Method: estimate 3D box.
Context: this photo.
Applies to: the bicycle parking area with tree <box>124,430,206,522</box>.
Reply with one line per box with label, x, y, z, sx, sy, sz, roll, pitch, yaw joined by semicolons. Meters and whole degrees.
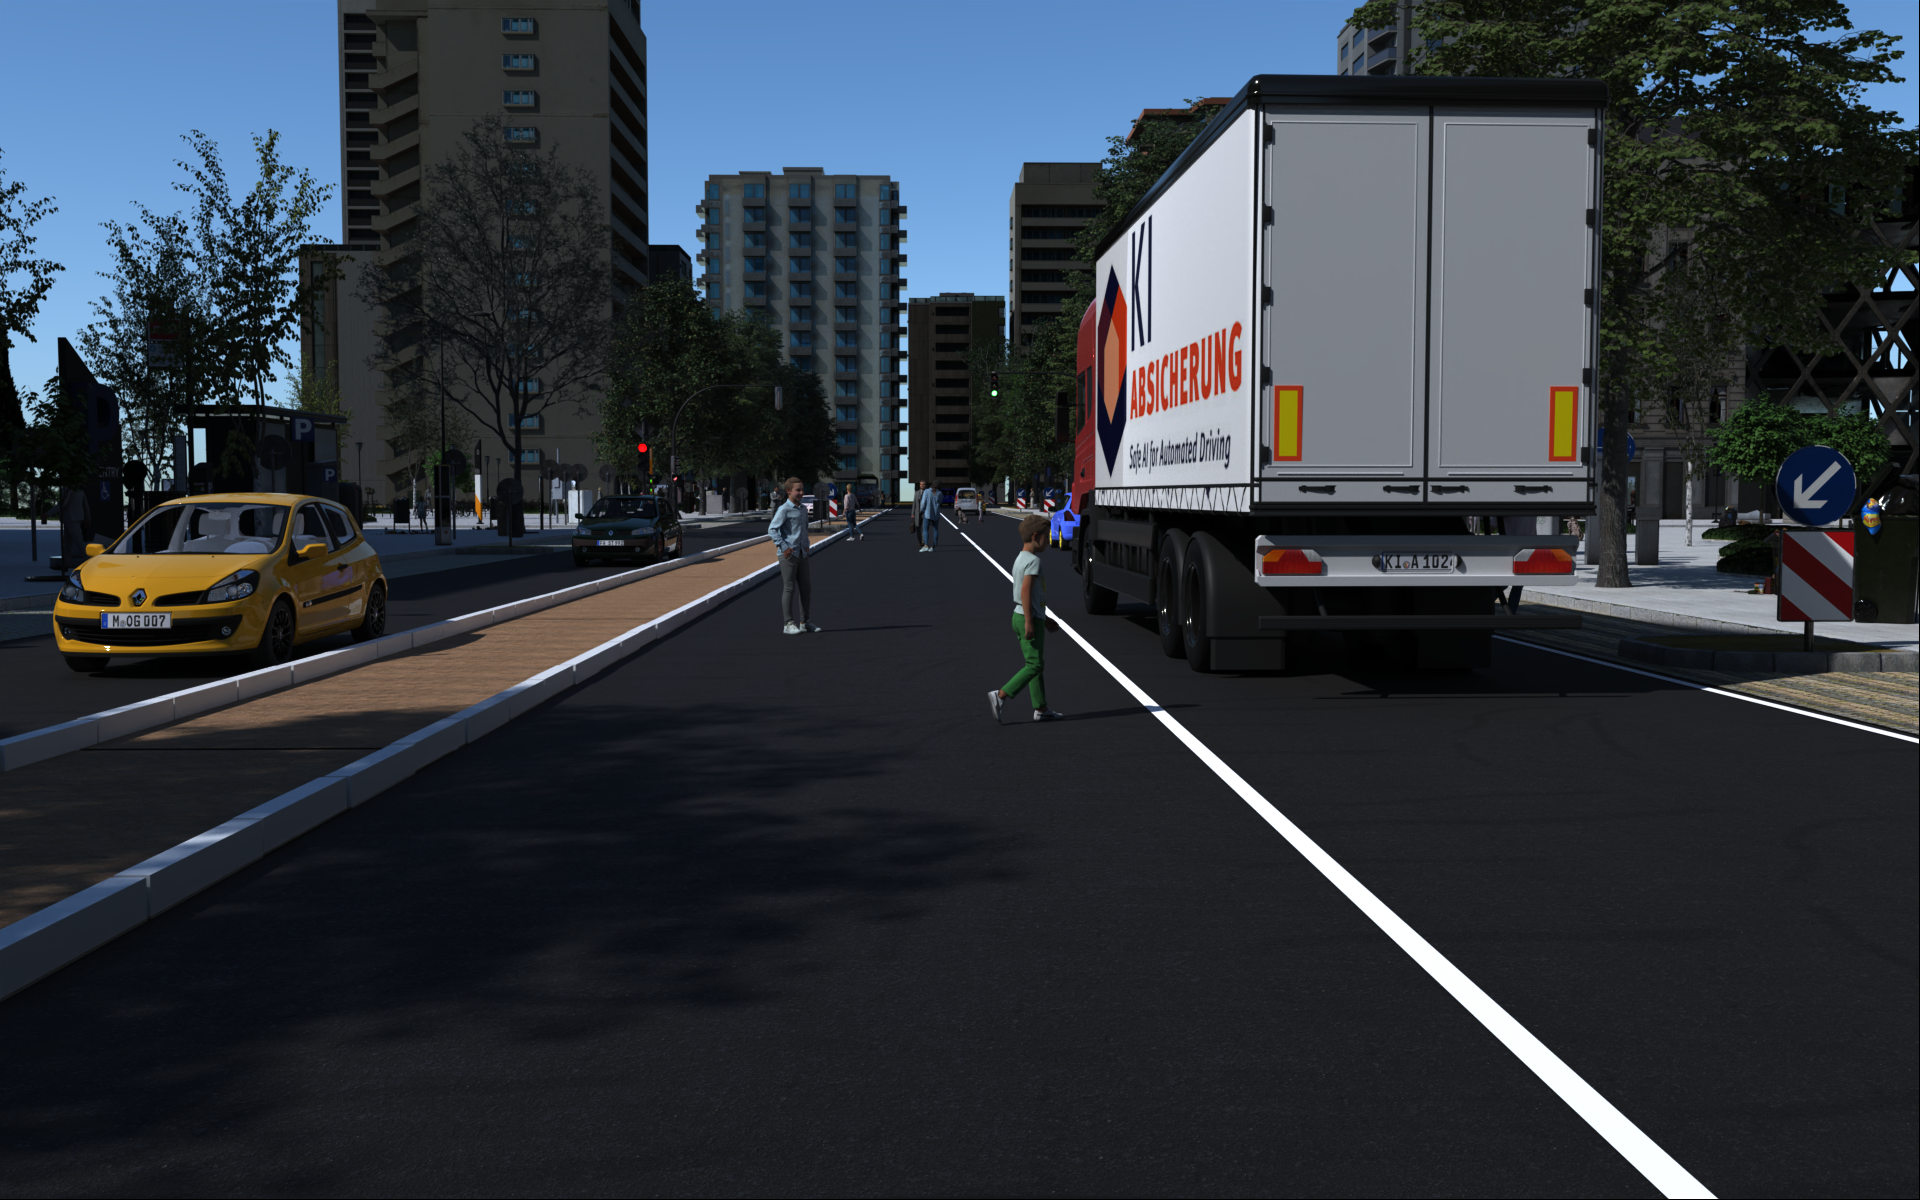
bicycle parking area with tree;-35.900;-5.707;80.306;9.016;4.147;8.231;2;4;34

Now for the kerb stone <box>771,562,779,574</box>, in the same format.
kerb stone;-3.378;-0.534;30.928;0.120;0.150;1.000;0;4;-1

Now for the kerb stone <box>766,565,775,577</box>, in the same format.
kerb stone;-3.348;-0.472;29.906;0.120;0.150;1.000;0;4;-1

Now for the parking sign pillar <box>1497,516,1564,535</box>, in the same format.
parking sign pillar;12.072;-2.943;36.584;1.447;3.967;1.447;2;4;27

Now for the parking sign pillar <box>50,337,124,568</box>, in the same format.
parking sign pillar;-15.280;-2.571;30.503;1.447;3.967;1.447;0;4;1

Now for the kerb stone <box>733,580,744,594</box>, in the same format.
kerb stone;-3.238;-0.153;24.795;0.120;0.150;1.000;0;4;-1

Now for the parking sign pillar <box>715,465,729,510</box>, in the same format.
parking sign pillar;-18.911;-9.188;138.689;1.447;3.967;1.447;-2;4;-26

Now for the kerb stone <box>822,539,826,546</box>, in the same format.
kerb stone;-3.733;-1.475;46.318;0.120;0.150;1.000;0;4;-1

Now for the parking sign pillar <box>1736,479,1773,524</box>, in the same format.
parking sign pillar;34.177;-5.258;74.439;1.447;3.967;1.447;-2;4;-32

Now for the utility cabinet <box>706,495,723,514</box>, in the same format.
utility cabinet;-15.761;-6.122;111.263;1.020;1.237;0.306;0;4;1

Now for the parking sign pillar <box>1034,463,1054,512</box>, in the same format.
parking sign pillar;6.500;-8.428;126.274;1.447;3.967;1.447;1;4;19

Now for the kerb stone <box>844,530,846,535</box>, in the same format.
kerb stone;-4.026;-2.226;58.596;0.120;0.150;1.000;0;4;-1

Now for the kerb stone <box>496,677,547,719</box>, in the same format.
kerb stone;-2.921;0.658;11.469;0.120;0.150;1.000;0;4;-1

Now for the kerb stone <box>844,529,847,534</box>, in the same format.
kerb stone;-4.049;-2.289;59.617;0.120;0.150;1.000;0;4;-1

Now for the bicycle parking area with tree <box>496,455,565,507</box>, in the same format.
bicycle parking area with tree;-33.994;-8.684;128.982;9.016;4.147;8.231;-2;4;-24

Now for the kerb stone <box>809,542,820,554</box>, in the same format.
kerb stone;-3.660;-1.286;43.241;0.120;0.150;1.000;0;4;-1

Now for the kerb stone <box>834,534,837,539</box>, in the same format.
kerb stone;-3.883;-1.845;52.458;0.120;0.150;1.000;0;4;-1

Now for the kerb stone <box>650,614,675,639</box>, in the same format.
kerb stone;-3.060;0.280;17.614;0.120;0.150;1.000;0;4;-1

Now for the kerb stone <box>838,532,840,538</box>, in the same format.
kerb stone;-3.935;-1.976;54.501;0.120;0.150;1.000;0;4;-1

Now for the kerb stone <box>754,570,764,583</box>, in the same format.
kerb stone;-3.304;-0.347;27.863;0.120;0.150;1.000;0;4;-1

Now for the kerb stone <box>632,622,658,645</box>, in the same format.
kerb stone;-3.051;0.343;16.587;0.120;0.150;1.000;0;4;-1

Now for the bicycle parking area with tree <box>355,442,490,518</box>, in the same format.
bicycle parking area with tree;-31.108;-6.759;97.504;8.231;4.147;9.016;-1;4;-19

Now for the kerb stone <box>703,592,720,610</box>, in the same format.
kerb stone;-3.156;0.030;21.709;0.120;0.150;1.000;0;4;-1

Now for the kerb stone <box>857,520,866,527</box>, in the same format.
kerb stone;-4.523;-3.514;79.655;0.120;0.150;1.000;0;4;-1

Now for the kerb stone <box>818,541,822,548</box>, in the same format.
kerb stone;-3.689;-1.347;44.265;0.120;0.150;1.000;0;4;-1

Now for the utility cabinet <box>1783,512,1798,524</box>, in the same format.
utility cabinet;35.481;-3.988;73.880;0.318;1.500;1.173;0;4;4

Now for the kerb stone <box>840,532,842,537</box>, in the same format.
kerb stone;-3.958;-2.039;55.525;0.120;0.150;1.000;0;4;-1

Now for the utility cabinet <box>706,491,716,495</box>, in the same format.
utility cabinet;-16.360;-6.425;113.734;0.318;1.500;1.173;-2;4;-25

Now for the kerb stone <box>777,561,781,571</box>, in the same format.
kerb stone;-3.401;-0.594;31.954;0.120;0.150;1.000;0;4;-1

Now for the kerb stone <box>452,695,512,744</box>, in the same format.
kerb stone;-2.893;0.720;10.428;0.120;0.150;1.000;0;4;-1

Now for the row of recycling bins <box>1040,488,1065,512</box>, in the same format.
row of recycling bins;7.525;-7.178;124.480;3.534;1.692;1.069;0;4;8

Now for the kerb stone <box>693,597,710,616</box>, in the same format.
kerb stone;-3.136;0.095;20.683;0.120;0.150;1.000;0;4;-1

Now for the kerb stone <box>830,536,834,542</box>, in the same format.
kerb stone;-3.837;-1.722;50.415;0.120;0.150;1.000;0;4;-1

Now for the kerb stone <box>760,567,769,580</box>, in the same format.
kerb stone;-3.329;-0.407;28.885;0.120;0.150;1.000;0;4;-1

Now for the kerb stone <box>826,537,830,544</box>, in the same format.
kerb stone;-3.776;-1.600;48.361;0.120;0.150;1.000;0;4;-1

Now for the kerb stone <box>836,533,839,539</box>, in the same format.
kerb stone;-3.906;-1.913;53.480;0.120;0.150;1.000;0;4;-1

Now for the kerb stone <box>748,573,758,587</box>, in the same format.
kerb stone;-3.273;-0.282;26.839;0.120;0.150;1.000;0;4;-1

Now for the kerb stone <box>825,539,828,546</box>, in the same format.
kerb stone;-3.767;-1.538;47.339;0.120;0.150;1.000;0;4;-1

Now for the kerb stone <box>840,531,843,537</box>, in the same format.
kerb stone;-3.979;-2.096;56.548;0.120;0.150;1.000;0;4;-1

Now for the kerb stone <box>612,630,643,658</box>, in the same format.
kerb stone;-3.015;0.406;15.561;0.120;0.150;1.000;0;4;-1

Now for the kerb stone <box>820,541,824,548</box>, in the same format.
kerb stone;-3.717;-1.411;45.289;0.120;0.150;1.000;0;4;-1

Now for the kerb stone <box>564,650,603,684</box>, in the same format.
kerb stone;-2.961;0.531;13.518;0.120;0.150;1.000;0;4;-1

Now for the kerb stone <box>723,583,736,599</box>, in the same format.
kerb stone;-3.218;-0.096;23.773;0.120;0.150;1.000;0;4;-1

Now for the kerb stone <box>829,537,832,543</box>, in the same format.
kerb stone;-3.814;-1.659;49.383;0.120;0.150;1.000;0;4;-1

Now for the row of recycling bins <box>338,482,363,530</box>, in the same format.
row of recycling bins;-21.763;-3.312;61.270;1.069;1.692;3.534;-1;4;-14

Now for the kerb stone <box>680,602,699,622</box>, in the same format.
kerb stone;-3.110;0.156;19.658;0.120;0.150;1.000;0;4;-1

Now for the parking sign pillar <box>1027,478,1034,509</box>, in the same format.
parking sign pillar;6.351;-9.579;145.092;1.447;3.967;1.447;1;4;13

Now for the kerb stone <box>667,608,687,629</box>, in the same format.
kerb stone;-3.089;0.218;18.636;0.120;0.150;1.000;0;4;-1

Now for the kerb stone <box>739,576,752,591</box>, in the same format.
kerb stone;-3.255;-0.221;25.817;0.120;0.150;1.000;0;4;-1

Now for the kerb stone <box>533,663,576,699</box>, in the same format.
kerb stone;-2.949;0.594;12.491;0.120;0.150;1.000;0;4;-1

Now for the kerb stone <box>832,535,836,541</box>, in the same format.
kerb stone;-3.855;-1.788;51.436;0.120;0.150;1.000;0;4;-1

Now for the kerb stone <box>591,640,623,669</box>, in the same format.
kerb stone;-2.995;0.472;14.539;0.120;0.150;1.000;0;4;-1

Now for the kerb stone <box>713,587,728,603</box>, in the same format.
kerb stone;-3.194;-0.033;22.741;0.120;0.150;1.000;0;4;-1

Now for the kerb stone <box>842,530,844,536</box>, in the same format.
kerb stone;-4.014;-2.164;57.574;0.120;0.150;1.000;0;4;-1
